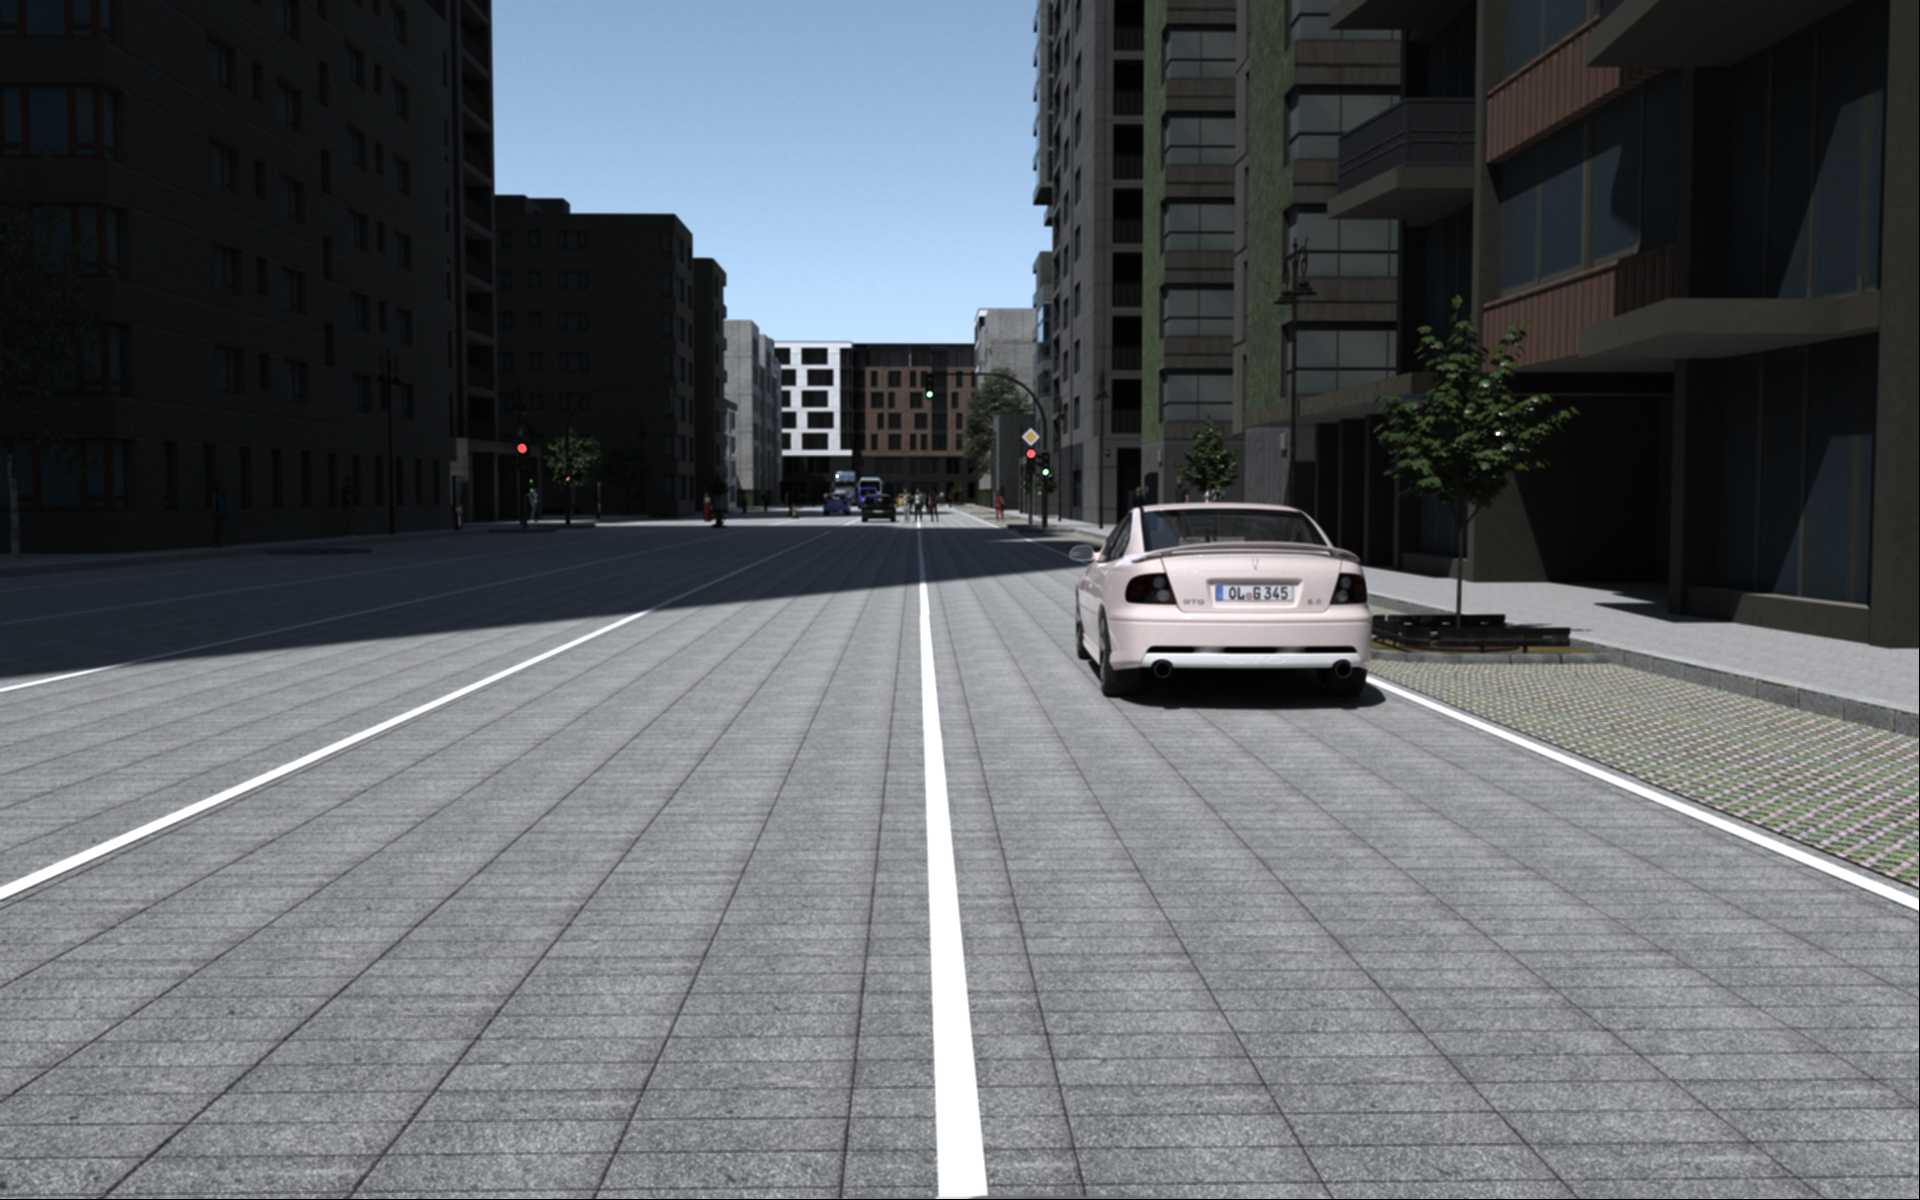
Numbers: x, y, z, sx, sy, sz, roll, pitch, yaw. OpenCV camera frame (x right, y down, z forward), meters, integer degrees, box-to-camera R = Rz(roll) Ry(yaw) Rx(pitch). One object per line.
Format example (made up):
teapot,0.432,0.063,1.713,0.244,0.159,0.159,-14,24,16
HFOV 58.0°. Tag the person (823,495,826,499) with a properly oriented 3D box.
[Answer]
person,-16.617,-12.626,215.878,0.756,1.711,0.436,1,4,18

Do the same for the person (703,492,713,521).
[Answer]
person,-13.186,-4.866,90.526,0.387,1.526,0.523,3,4,36

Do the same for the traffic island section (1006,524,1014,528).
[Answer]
traffic island section,3.007,-3.123,73.347,2.009,0.180,2.903,0,4,-1

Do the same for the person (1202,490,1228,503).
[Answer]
person,6.454,-2.307,44.479,0.376,1.734,0.841,-2,4,-33

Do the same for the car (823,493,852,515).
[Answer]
car,-8.396,-6.652,118.349,1.945,1.707,3.694,0,4,0

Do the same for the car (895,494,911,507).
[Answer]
car,-6.048,-10.816,187.062,2.015,1.641,3.980,0,4,-3

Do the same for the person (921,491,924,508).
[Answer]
person,-4.050,-10.555,181.795,1.217,1.743,0.721,2,4,31

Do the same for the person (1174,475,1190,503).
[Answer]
person,5.929,-2.487,46.835,0.434,1.807,0.598,-1,4,-18

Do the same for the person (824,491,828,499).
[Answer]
person,-15.221,-11.595,198.792,0.721,1.736,1.217,-3,5,-40

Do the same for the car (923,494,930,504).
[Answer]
car,-3.978,-12.299,209.888,1.959,1.807,4.718,0,4,-1

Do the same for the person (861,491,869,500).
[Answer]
person,-8.473,-9.146,158.755,1.217,1.735,0.721,1,4,14

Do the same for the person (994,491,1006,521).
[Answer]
person,2.057,-4.888,90.120,0.444,1.614,0.593,-3,5,-40

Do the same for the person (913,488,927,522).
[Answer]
person,-2.140,-4.912,89.541,0.841,1.734,0.376,3,5,41

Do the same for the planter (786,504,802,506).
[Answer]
planter,-19.451,-11.143,203.330,1.991,0.319,1.994,0,4,-1

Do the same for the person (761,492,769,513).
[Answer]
person,-15.122,-7.582,134.327,0.647,1.594,0.662,-2,4,-26

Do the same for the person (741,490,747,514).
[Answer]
person,-15.877,-7.199,127.141,0.436,1.711,0.756,0,4,0

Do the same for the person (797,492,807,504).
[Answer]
person,-20.051,-12.873,219.768,1.217,1.735,0.721,0,4,7

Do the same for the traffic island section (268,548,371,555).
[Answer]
traffic island section,-15.403,-1.166,41.930,1.991,0.108,1.994,0,4,-1

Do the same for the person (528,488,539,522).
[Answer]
person,-19.429,-4.413,78.912,0.376,1.734,0.841,0,4,6

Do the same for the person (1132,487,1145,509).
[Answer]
person,5.617,-2.823,54.737,0.480,1.512,0.613,-1,4,-21

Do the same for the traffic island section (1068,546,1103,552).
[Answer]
traffic island section,3.745,-1.267,43.578,1.991,0.108,1.994,0,4,-1

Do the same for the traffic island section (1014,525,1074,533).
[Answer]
traffic island section,3.208,-2.635,65.364,2.009,0.180,2.903,0,4,-1

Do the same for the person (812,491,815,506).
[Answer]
person,-17.188,-11.877,202.818,0.705,1.807,1.348,-1,4,-10

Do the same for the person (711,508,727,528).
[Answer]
person,-10.332,-3.477,73.642,0.859,0.850,0.655,2,4,34

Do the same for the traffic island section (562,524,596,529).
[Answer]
traffic island section,-16.508,-3.094,72.864,2.009,0.180,2.903,0,4,-1

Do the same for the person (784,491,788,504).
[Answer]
person,-22.581,-13.361,225.155,0.551,1.740,0.621,1,4,9

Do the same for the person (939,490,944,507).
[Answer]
person,-2.105,-11.423,195.130,0.709,1.838,0.599,-2,4,-33

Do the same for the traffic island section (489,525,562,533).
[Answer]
traffic island section,-16.308,-2.606,64.881,2.009,0.180,2.903,0,4,-1

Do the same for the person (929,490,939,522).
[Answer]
person,-1.353,-4.872,89.621,0.415,1.643,0.593,2,4,35

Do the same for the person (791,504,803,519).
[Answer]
person,-9.520,-5.157,100.746,0.695,0.859,0.347,-3,4,-37

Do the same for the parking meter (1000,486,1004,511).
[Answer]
parking meter,3.126,-7.481,128.025,0.255,1.863,0.399,0,4,5

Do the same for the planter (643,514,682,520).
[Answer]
planter,-16.823,-4.706,98.085,1.991,0.319,1.994,0,4,-1

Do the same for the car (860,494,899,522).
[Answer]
car,-4.188,-4.875,89.498,2.009,1.686,4.222,0,4,-1

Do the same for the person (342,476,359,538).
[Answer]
person,-17.996,-2.748,51.106,0.434,1.807,0.598,-2,4,-28

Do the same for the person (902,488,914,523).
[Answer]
person,-2.659,-4.744,86.788,0.376,1.734,0.841,-2,4,-29

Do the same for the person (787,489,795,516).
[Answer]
person,-11.353,-6.516,115.744,0.504,1.737,0.576,2,4,25

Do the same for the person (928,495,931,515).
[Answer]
person,-2.138,-6.648,121.105,0.340,1.345,0.435,-1,4,-15

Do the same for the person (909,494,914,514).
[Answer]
person,-3.569,-7.032,126.702,0.421,1.427,0.697,-2,4,-33

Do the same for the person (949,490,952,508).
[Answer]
person,-0.979,-10.559,181.073,0.705,1.831,1.348,0,4,2

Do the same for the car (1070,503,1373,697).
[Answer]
car,1.934,-0.077,13.627,2.083,1.381,4.827,0,4,0

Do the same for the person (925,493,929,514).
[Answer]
person,-2.360,-7.081,126.651,0.453,1.535,0.546,-1,4,-11

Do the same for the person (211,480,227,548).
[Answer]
person,-17.676,-2.054,41.337,0.444,1.614,0.593,1,4,17

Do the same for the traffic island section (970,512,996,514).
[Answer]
traffic island section,1.703,-6.286,125.645,1.991,0.108,1.994,0,4,-1
